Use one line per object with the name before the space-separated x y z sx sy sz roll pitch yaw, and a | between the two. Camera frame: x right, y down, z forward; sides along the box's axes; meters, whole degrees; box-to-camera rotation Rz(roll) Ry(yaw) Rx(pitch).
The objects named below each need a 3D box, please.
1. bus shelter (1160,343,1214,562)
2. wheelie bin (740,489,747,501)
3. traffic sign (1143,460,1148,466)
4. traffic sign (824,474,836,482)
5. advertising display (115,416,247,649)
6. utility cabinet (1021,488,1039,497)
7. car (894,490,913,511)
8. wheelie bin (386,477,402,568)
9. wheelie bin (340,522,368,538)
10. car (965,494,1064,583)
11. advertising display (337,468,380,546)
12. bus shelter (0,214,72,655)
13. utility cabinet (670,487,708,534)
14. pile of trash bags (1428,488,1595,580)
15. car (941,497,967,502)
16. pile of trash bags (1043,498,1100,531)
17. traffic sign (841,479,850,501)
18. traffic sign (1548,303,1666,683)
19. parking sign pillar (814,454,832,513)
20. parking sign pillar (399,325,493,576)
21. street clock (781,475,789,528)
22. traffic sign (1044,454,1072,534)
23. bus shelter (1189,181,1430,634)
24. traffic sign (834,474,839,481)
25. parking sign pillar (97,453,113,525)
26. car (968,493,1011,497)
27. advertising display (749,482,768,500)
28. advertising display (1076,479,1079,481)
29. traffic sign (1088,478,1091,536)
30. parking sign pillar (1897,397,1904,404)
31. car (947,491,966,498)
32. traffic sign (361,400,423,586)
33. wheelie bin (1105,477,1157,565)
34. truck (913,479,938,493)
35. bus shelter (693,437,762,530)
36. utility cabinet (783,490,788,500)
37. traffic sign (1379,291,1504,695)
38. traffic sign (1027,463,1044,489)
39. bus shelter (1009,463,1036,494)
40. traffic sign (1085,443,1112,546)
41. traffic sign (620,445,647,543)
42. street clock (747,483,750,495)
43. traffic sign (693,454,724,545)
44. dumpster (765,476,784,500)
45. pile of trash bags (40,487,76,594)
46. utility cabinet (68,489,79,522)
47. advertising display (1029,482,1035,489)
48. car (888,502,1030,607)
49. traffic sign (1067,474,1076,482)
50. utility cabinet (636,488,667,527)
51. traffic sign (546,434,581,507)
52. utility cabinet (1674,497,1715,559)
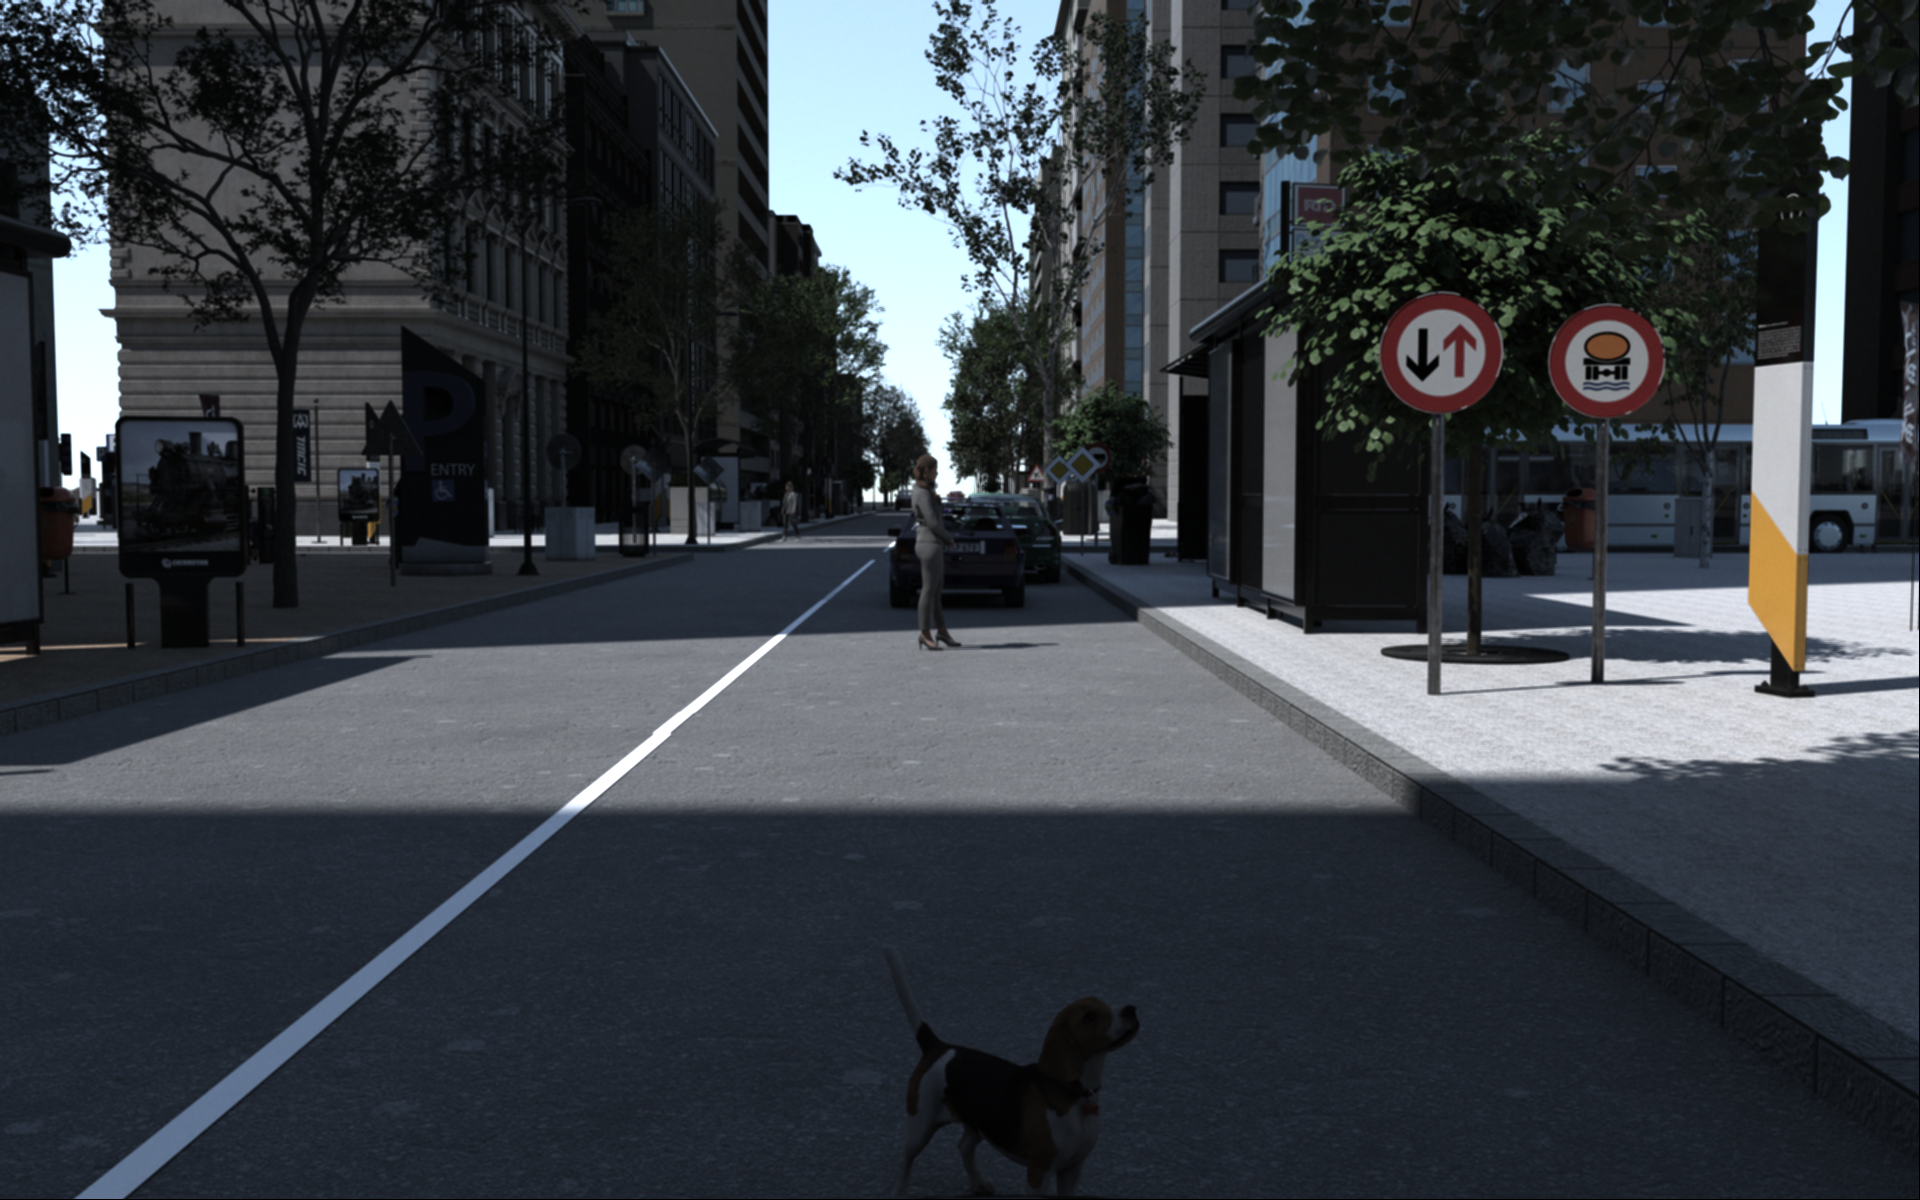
bus shelter | 4.643 -2.349 29.695 1.731 3.624 6.357 0 4 0
wheelie bin | -13.260 -5.917 104.648 0.980 1.594 0.693 1 4 15
traffic sign | 5.164 -3.079 50.345 0.884 2.594 0.081 0 4 2
traffic sign | -8.119 -6.612 108.218 0.768 2.556 0.104 0 4 8
advertising display | -6.473 -0.564 14.429 0.974 1.923 0.123 -1 4 -15
utility cabinet | 2.717 -3.554 66.782 0.318 1.500 1.173 2 4 23
car | -4.614 -8.763 151.946 2.281 1.827 5.304 0 4 0
wheelie bin | -9.444 -1.353 30.028 0.693 1.594 0.980 1 4 22
wheelie bin | -17.883 -2.640 51.077 0.980 1.594 0.693 0 4 3
car | 0.727 -1.078 29.429 2.131 1.459 4.920 0 4 0
advertising display | -14.958 -2.317 43.094 0.974 1.923 0.123 -1 4 -23
bus shelter | -8.136 -1.944 9.418 2.179 5.291 8.768 0 4 0
utility cabinet | -8.632 -2.846 55.216 1.173 1.500 0.318 -1 4 -12
pile of trash bags | 8.723 -1.062 27.122 1.912 1.369 3.447 -2 4 -24
car | -0.315 -2.620 55.420 1.945 1.354 3.894 0 3 0
pile of trash bags | 4.465 -3.107 60.550 3.447 1.369 1.912 0 4 4
traffic sign | -7.581 -6.892 114.809 0.606 2.300 0.079 0 4 8
traffic sign | 4.332 -0.709 11.693 0.768 2.556 0.104 0 4 5
parking sign pillar | -9.040 -7.776 115.604 1.447 3.967 1.447 -1 4 -13
parking sign pillar | -8.239 -2.397 27.668 1.447 3.967 1.447 0 4 -7
street clock | -6.532 -3.686 64.836 0.358 2.002 0.471 0 4 -7
traffic sign | 2.515 -2.467 43.977 0.795 2.450 0.064 0 4 0
bus shelter | 3.939 -2.590 19.977 2.179 5.291 8.768 0 4 0
traffic sign | -7.898 -6.682 109.260 0.884 2.594 0.081 0 4 5
parking sign pillar | -35.417 -5.142 72.543 1.447 3.967 1.447 0 4 -2
car | 0.864 -2.378 47.679 1.959 1.807 4.718 0 4 -1
advertising display | -10.702 -5.315 92.116 0.974 1.923 0.123 -1 4 -14
advertising display | 5.108 -4.214 74.107 0.123 1.923 0.974 1 4 15
traffic sign | 3.992 -3.247 53.190 0.768 2.556 0.104 1 4 9
parking sign pillar | 26.415 -3.625 47.747 1.447 3.967 1.447 -3 4 -36
car | -0.470 -12.093 206.389 2.281 1.827 5.304 0 3 0
traffic sign | -7.874 -1.467 23.995 0.884 2.594 0.081 0 4 7
wheelie bin | 3.145 -1.448 31.575 0.980 1.594 0.693 -1 4 -20
truck | -4.147 -13.783 215.116 2.967 4.110 18.799 0 3 0
bus shelter | -8.698 -4.335 64.803 2.014 3.302 5.546 0 4 0
utility cabinet | -7.925 -4.306 79.079 0.318 1.500 1.173 -1 4 -21
traffic sign | 3.033 -0.667 11.004 0.768 2.556 0.104 0 4 6
traffic sign | 3.234 -4.469 73.069 0.884 2.594 0.081 0 4 2
bus shelter | 4.159 -7.375 114.501 2.014 3.302 5.546 0 4 0
traffic sign | 3.382 -2.618 42.913 0.768 2.556 0.104 0 4 4
traffic sign | -8.480 -2.751 45.092 0.768 2.556 0.104 1 4 9
street clock | -13.368 -6.502 110.879 0.471 2.002 0.358 -3 5 -40
traffic sign | -6.379 -2.466 43.969 0.795 2.450 0.064 0 4 0
dumpster | -9.035 -5.203 87.570 1.502 2.255 1.985 0 4 0
pile of trash bags | -12.877 -0.757 22.128 3.447 1.369 1.912 0 4 8
utility cabinet | -40.111 -4.228 77.809 1.173 1.500 0.318 2 4 27
advertising display | 3.948 -5.486 94.904 0.123 1.923 0.974 0 4 -8
car | -0.021 -0.655 23.290 1.945 1.354 3.894 0 4 1
traffic sign | 5.189 -4.788 78.397 0.768 2.556 0.104 0 4 7
utility cabinet | -11.921 -3.563 66.939 1.173 1.500 0.318 -3 4 -38
traffic sign | -8.372 -2.229 36.556 0.768 2.556 0.104 1 4 9
utility cabinet | 14.769 -1.451 34.887 0.306 1.237 1.020 0 4 -6
